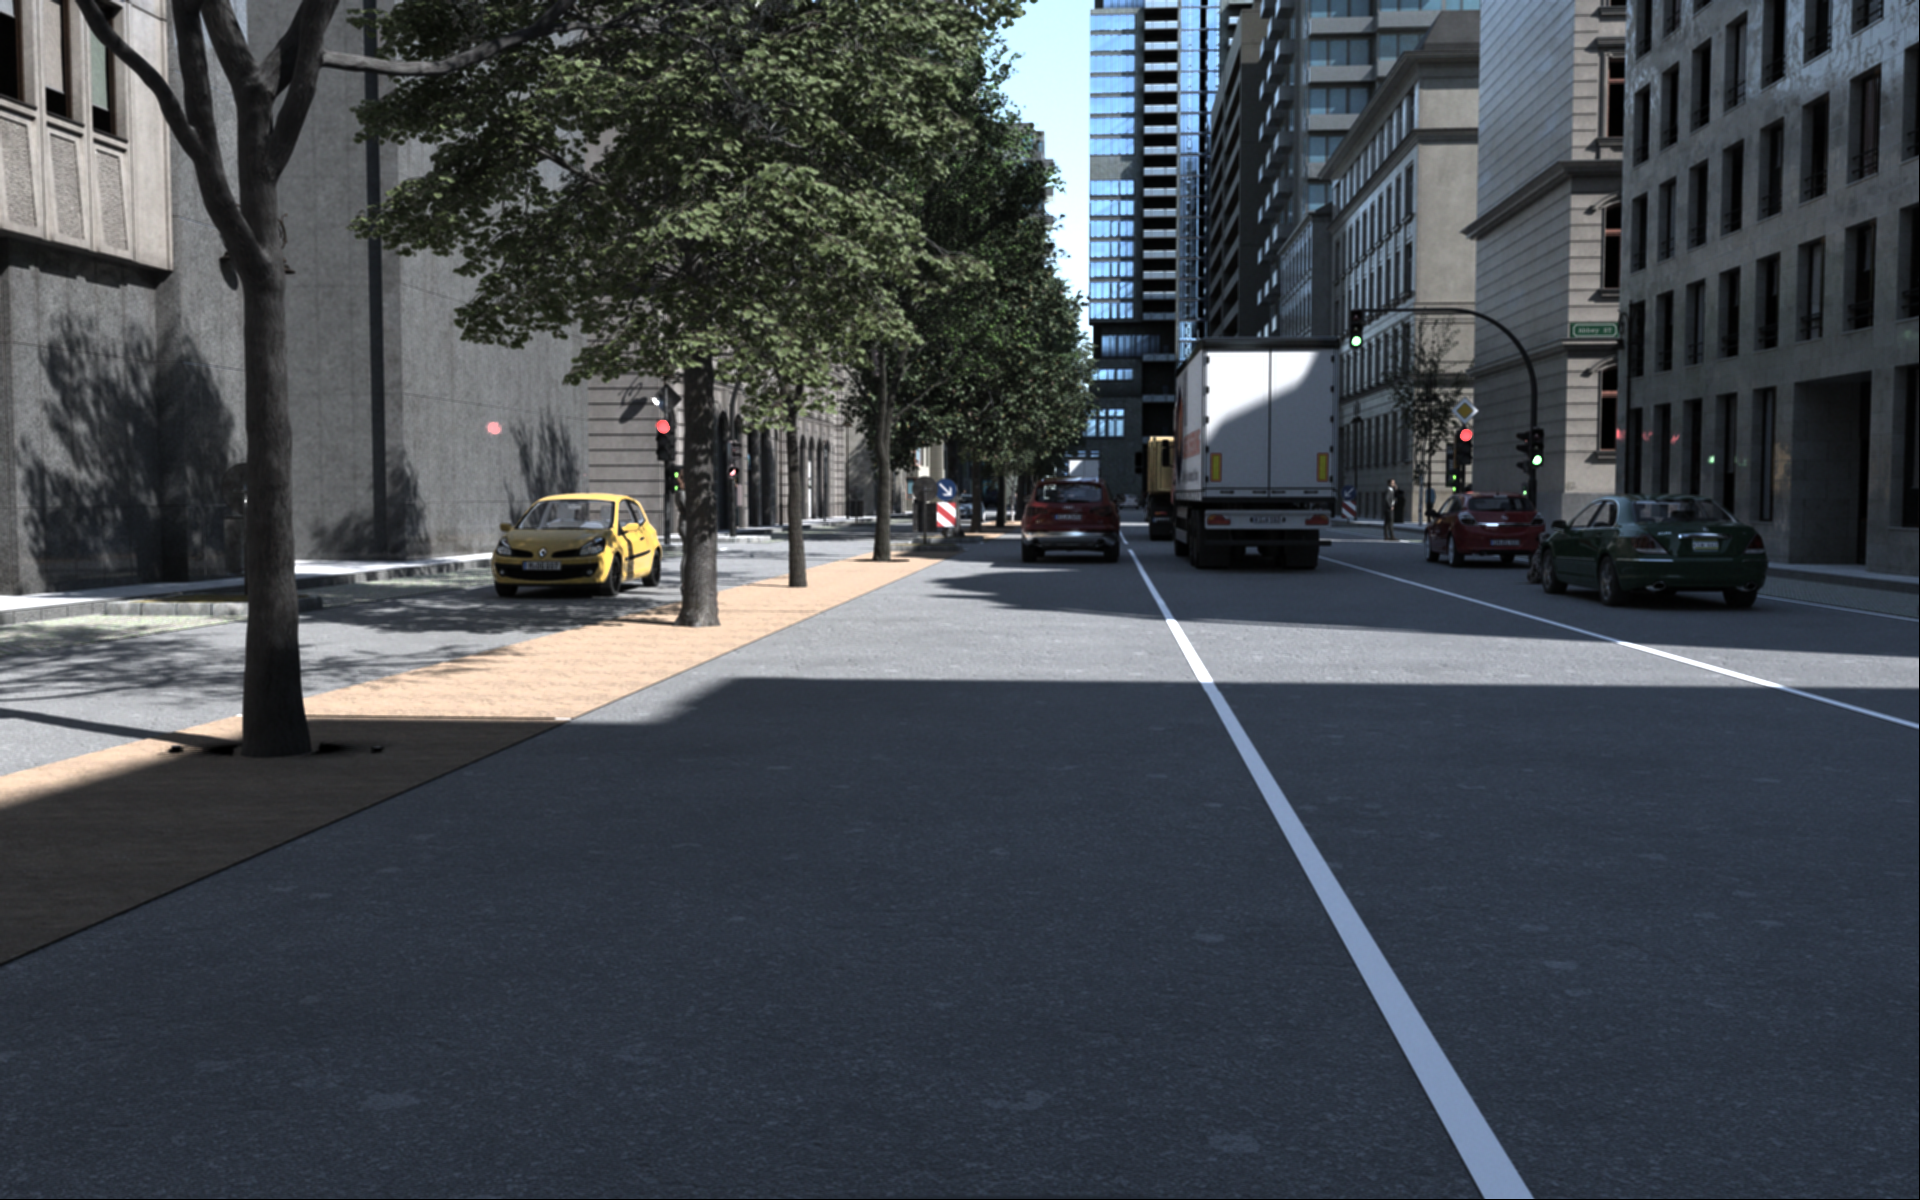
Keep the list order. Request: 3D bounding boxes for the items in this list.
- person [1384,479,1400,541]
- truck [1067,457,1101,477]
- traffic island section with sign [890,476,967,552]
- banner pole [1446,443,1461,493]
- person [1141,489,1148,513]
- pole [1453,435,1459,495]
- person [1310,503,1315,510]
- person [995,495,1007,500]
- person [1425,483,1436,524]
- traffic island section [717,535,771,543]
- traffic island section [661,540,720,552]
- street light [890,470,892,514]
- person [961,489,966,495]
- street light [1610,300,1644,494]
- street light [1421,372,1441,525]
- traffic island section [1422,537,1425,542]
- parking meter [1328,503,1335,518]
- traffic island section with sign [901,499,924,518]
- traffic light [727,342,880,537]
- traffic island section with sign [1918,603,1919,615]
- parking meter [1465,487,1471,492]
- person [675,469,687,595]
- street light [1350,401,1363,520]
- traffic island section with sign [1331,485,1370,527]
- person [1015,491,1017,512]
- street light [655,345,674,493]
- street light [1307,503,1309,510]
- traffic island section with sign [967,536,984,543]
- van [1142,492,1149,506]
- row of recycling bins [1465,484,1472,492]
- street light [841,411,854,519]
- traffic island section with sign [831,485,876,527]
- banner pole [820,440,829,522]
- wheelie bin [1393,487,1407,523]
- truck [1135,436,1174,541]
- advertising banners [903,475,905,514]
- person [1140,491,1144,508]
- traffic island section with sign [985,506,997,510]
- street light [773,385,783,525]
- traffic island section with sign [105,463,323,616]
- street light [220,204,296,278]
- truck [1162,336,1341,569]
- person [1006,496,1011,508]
[{"bbox_3d":[13.264,-2.773,53.196,0.474,1.900,0.648,1,4,9],"label":"person"},{"bbox_3d":[9.610,-8.950,135.254,2.839,4.237,11.283,0,4,3],"label":"truck"},{"bbox_3d":[-0.956,-2.184,43.842,2.006,1.907,1.989,0,4,5],"label":"traffic island section with sign"},{"bbox_3d":[21.375,-5.190,74.872,0.863,3.779,0.401,0,4,-8],"label":"banner pole"},{"bbox_3d":[14.363,-7.631,133.228,1.348,1.831,0.705,-3,5,-43],"label":"person"},{"bbox_3d":[17.005,-4.008,59.371,0.158,3.312,0.155,0,3,0],"label":"pole"},{"bbox_3d":[20.362,-5.685,99.555,0.480,1.755,0.524,2,4,25],"label":"person"},{"bbox_3d":[3.685,-9.045,157.101,1.217,1.735,0.721,2,4,34],"label":"person"},{"bbox_3d":[19.835,-4.077,73.044,0.601,1.785,0.444,-2,4,-24],"label":"person"},{"bbox_3d":[-6.842,-1.823,52.084,2.009,0.180,2.903,0,4,5],"label":"traffic island section"},{"bbox_3d":[-7.474,-1.336,44.123,2.009,0.180,2.903,0,4,5],"label":"traffic island section"},{"bbox_3d":[-4.320,-8.333,109.031,0.468,5.910,1.993,0,4,5],"label":"street light"},{"bbox_3d":[0.207,-6.846,120.777,0.721,1.781,0.623,-1,4,-21],"label":"person"},{"bbox_3d":[15.955,-4.195,41.376,0.468,5.910,1.993,0,4,5],"label":"street light"},{"bbox_3d":[17.843,-5.686,65.751,0.468,5.910,1.993,0,4,5],"label":"street light"},{"bbox_3d":[14.631,-1.719,50.379,2.009,0.180,2.903,0,4,5],"label":"traffic island section"},{"bbox_3d":[20.003,-5.354,93.257,0.255,1.863,0.399,3,4,36],"label":"parking meter"},{"bbox_3d":[-2.421,-5.803,103.507,1.989,1.847,2.006,0,4,5],"label":"traffic island section with sign"},{"bbox_3d":[-4.711,-4.719,51.815,4.771,5.953,1.251,0,4,5],"label":"traffic light"},{"bbox_3d":[12.211,-0.683,19.798,1.989,1.847,2.006,0,4,5],"label":"traffic island section with sign"},{"bbox_3d":[18.692,-3.402,64.027,0.372,1.533,0.369,0,3,0],"label":"parking meter"},{"bbox_3d":[-3.769,-0.962,24.510,0.573,1.790,0.520,-2,4,-35],"label":"person"},{"bbox_3d":[19.422,-6.856,84.884,0.468,5.910,1.993,0,4,5],"label":"street light"},{"bbox_3d":[16.599,-4.055,74.925,1.989,1.847,2.006,0,4,5],"label":"traffic island section with sign"},{"bbox_3d":[4.536,-7.767,136.204,0.721,1.736,1.217,0,4,5],"label":"person"},{"bbox_3d":[-8.908,-4.867,52.357,0.468,5.910,1.993,0,4,5],"label":"street light"},{"bbox_3d":[21.063,-8.068,104.692,0.468,5.910,1.993,0,4,5],"label":"street light"},{"bbox_3d":[-0.360,-2.635,51.226,2.006,1.907,1.989,0,4,5],"label":"traffic island section with sign"},{"bbox_3d":[11.442,-5.625,98.978,2.013,2.044,4.112,0,4,4],"label":"van"},{"bbox_3d":[19.882,-3.598,65.936,1.069,1.692,3.534,0,4,3],"label":"row of recycling bins"},{"bbox_3d":[-5.856,-7.178,90.140,0.468,5.910,1.993,0,4,5],"label":"street light"},{"bbox_3d":[-4.576,-4.156,76.585,1.989,1.847,2.006,0,4,5],"label":"traffic island section with sign"},{"bbox_3d":[-6.260,-5.535,80.519,0.401,3.779,0.863,0,4,5],"label":"banner pole"},{"bbox_3d":[19.367,-4.196,76.519,0.693,1.594,0.980,1,4,15],"label":"wheelie bin"},{"bbox_3d":[7.466,-3.723,56.799,3.469,3.379,9.791,0,4,6],"label":"truck"},{"bbox_3d":[-3.616,-7.061,111.632,0.090,3.025,2.074,0,4,-1],"label":"advertising banners"},{"bbox_3d":[18.844,-10.297,177.569,1.217,1.743,0.721,-3,5,-41],"label":"person"},{"bbox_3d":[3.741,-10.552,181.146,1.989,1.847,2.006,0,4,5],"label":"traffic island section with sign"},{"bbox_3d":[-7.382,-6.022,71.248,0.468,5.910,1.993,0,4,5],"label":"street light"},{"bbox_3d":[-8.974,-0.767,21.168,1.989,1.847,2.006,0,4,5],"label":"traffic island section with sign"},{"bbox_3d":[-10.873,-3.313,26.948,0.468,5.910,1.993,0,4,5],"label":"street light"},{"bbox_3d":[5.894,-2.909,36.470,2.839,4.237,11.283,0,4,4],"label":"truck"},{"bbox_3d":[5.325,-10.242,179.219,1.065,1.426,0.557,0,4,4],"label":"person"}]
